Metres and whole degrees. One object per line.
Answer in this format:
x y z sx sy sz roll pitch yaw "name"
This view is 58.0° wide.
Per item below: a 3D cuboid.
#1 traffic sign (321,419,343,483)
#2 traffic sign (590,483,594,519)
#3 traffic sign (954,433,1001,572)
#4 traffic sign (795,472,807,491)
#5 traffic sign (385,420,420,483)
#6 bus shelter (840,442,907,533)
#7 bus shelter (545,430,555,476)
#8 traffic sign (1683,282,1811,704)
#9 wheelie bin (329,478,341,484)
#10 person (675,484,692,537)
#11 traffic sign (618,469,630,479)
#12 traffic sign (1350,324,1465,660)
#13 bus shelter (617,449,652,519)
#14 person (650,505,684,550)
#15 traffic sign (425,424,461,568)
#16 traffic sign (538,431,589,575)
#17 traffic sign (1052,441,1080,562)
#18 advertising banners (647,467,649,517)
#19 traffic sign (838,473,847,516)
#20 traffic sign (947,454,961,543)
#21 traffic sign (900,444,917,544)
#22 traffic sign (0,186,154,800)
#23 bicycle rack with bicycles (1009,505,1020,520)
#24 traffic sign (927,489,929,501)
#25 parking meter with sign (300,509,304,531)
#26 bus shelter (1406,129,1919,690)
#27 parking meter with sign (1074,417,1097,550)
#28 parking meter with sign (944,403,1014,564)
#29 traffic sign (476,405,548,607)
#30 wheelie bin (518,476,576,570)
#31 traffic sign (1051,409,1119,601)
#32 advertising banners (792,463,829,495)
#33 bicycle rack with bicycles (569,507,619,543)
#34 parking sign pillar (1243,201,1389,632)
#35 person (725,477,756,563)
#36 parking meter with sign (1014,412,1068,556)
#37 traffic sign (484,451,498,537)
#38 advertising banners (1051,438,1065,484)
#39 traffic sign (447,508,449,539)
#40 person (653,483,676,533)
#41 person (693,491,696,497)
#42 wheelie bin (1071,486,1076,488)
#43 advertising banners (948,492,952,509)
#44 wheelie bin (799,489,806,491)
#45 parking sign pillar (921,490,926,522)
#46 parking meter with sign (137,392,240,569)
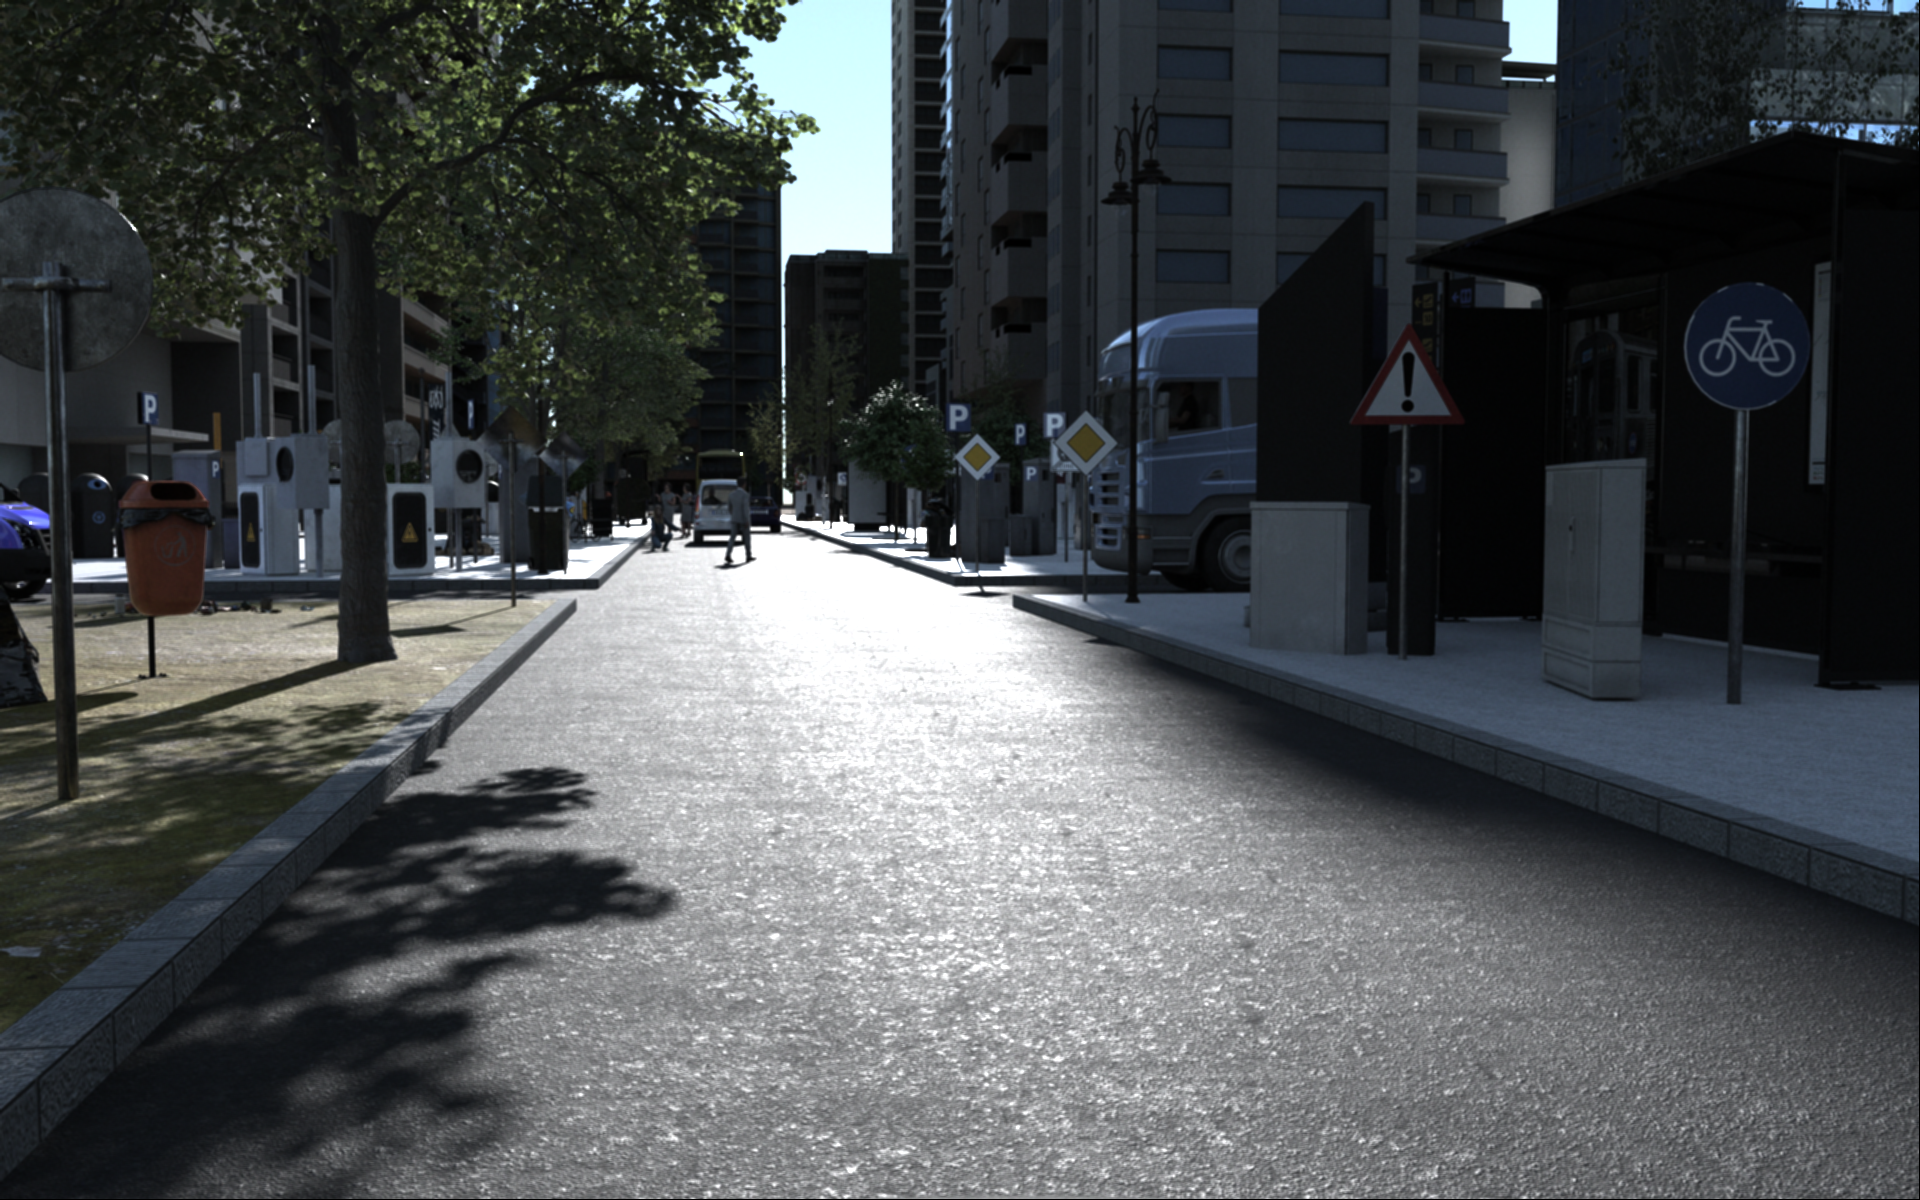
-10.409 -1.781 29.228 0.768 2.556 0.104 0 4 -3 "traffic sign"
-15.712 -4.378 73.708 0.606 2.300 0.079 0 4 -6 "traffic sign"
0.281 -1.523 28.537 0.795 2.450 0.064 -1 4 -9 "traffic sign"
-8.760 -5.855 95.827 0.768 2.556 0.104 -1 4 -8 "traffic sign"
-9.646 -1.811 29.720 0.768 2.556 0.104 0 4 -3 "traffic sign"
-2.844 -3.956 58.610 2.014 3.302 5.546 -1 4 -9 "bus shelter"
-16.252 -4.557 65.788 1.731 3.624 6.357 -1 4 -9 "bus shelter"
4.737 -0.637 10.522 0.768 2.556 0.104 0 4 -1 "traffic sign"
-12.463 -1.650 34.884 0.980 1.594 0.693 -3 4 -38 "wheelie bin"
-9.183 -2.970 57.418 0.532 1.782 0.716 -2 4 -34 "person"
-16.999 -5.331 87.273 0.768 2.556 0.104 0 4 -6 "traffic sign"
3.427 -0.815 13.334 0.884 2.594 0.081 0 4 -1 "traffic sign"
-17.006 -6.097 90.975 1.731 3.624 6.357 -1 4 -9 "bus shelter"
-7.499 -1.833 43.973 1.012 1.151 0.738 -2 4 -33 "person"
-8.842 -1.838 30.060 0.884 2.594 0.081 0 4 1 "traffic sign"
-6.290 -1.462 27.552 0.795 2.450 0.064 -1 4 -9 "traffic sign"
2.004 -1.862 32.578 0.606 2.300 0.079 0 4 0 "traffic sign"
-17.835 -6.283 98.909 0.090 3.025 2.074 -1 4 -11 "advertising banners"
-5.468 -4.868 81.727 0.606 2.300 0.079 0 4 -2 "traffic sign"
-0.087 -2.331 40.241 0.606 2.300 0.079 0 4 -6 "traffic sign"
-1.148 -2.709 44.405 0.768 2.556 0.104 0 4 -1 "traffic sign"
-3.753 -0.435 7.213 0.768 2.556 0.104 0 4 -8 "traffic sign"
3.663 -4.033 79.319 2.925 0.926 2.852 0 4 0 "bicycle rack with bicycles"
-1.159 -3.680 62.291 0.606 2.300 0.079 0 4 -3 "traffic sign"
-23.285 -3.892 59.894 0.543 3.016 1.738 3 5 42 "parking meter with sign"
5.748 -1.415 14.414 1.731 3.624 6.357 -1 4 -9 "bus shelter"
2.953 -2.671 39.940 0.543 3.016 1.738 0 4 -8 "parking meter with sign"
0.319 -2.222 32.591 0.543 3.016 1.738 -2 4 -26 "parking meter with sign"
-5.078 -0.980 19.659 0.795 2.450 0.064 -1 4 -9 "traffic sign"
-7.003 -1.316 29.424 0.980 1.594 0.693 0 4 -2 "wheelie bin"
1.493 -1.040 20.644 0.795 2.450 0.064 -1 4 -9 "traffic sign"
-8.483 -6.230 98.048 2.074 3.025 0.090 0 4 2 "advertising banners"
-10.670 -2.014 46.315 2.852 0.926 2.925 1 4 12 "bicycle rack with bicycles"
3.477 -1.723 16.649 1.447 3.967 1.447 -3 4 -38 "parking sign pillar"
-4.626 -1.684 36.313 0.678 1.792 0.850 2 4 31 "person"
1.621 -2.448 36.283 0.543 3.016 1.738 2 4 30 "parking meter with sign"
-14.115 -3.153 51.651 0.768 2.556 0.104 0 4 1 "traffic sign"
3.297 -3.016 45.501 2.074 3.025 0.090 -1 4 -18 "advertising banners"
-13.897 -2.870 47.027 0.768 2.556 0.104 0 4 -1 "traffic sign"
-9.151 -2.728 53.458 0.716 1.782 0.532 1 4 13 "person"
-24.100 -9.104 158.019 0.621 1.740 0.551 3 5 40 "person"
4.629 -3.828 70.491 0.980 1.594 0.693 2 4 25 "wheelie bin"
0.185 -6.362 100.211 2.074 3.025 0.090 2 4 29 "advertising banners"
-8.900 -5.611 99.654 0.980 1.594 0.693 1 4 15 "wheelie bin"
-1.975 -5.119 72.164 1.447 3.967 1.447 -3 4 -38 "parking sign pillar"
-13.139 -2.053 29.825 1.738 3.016 0.543 0 4 2 "parking meter with sign"
